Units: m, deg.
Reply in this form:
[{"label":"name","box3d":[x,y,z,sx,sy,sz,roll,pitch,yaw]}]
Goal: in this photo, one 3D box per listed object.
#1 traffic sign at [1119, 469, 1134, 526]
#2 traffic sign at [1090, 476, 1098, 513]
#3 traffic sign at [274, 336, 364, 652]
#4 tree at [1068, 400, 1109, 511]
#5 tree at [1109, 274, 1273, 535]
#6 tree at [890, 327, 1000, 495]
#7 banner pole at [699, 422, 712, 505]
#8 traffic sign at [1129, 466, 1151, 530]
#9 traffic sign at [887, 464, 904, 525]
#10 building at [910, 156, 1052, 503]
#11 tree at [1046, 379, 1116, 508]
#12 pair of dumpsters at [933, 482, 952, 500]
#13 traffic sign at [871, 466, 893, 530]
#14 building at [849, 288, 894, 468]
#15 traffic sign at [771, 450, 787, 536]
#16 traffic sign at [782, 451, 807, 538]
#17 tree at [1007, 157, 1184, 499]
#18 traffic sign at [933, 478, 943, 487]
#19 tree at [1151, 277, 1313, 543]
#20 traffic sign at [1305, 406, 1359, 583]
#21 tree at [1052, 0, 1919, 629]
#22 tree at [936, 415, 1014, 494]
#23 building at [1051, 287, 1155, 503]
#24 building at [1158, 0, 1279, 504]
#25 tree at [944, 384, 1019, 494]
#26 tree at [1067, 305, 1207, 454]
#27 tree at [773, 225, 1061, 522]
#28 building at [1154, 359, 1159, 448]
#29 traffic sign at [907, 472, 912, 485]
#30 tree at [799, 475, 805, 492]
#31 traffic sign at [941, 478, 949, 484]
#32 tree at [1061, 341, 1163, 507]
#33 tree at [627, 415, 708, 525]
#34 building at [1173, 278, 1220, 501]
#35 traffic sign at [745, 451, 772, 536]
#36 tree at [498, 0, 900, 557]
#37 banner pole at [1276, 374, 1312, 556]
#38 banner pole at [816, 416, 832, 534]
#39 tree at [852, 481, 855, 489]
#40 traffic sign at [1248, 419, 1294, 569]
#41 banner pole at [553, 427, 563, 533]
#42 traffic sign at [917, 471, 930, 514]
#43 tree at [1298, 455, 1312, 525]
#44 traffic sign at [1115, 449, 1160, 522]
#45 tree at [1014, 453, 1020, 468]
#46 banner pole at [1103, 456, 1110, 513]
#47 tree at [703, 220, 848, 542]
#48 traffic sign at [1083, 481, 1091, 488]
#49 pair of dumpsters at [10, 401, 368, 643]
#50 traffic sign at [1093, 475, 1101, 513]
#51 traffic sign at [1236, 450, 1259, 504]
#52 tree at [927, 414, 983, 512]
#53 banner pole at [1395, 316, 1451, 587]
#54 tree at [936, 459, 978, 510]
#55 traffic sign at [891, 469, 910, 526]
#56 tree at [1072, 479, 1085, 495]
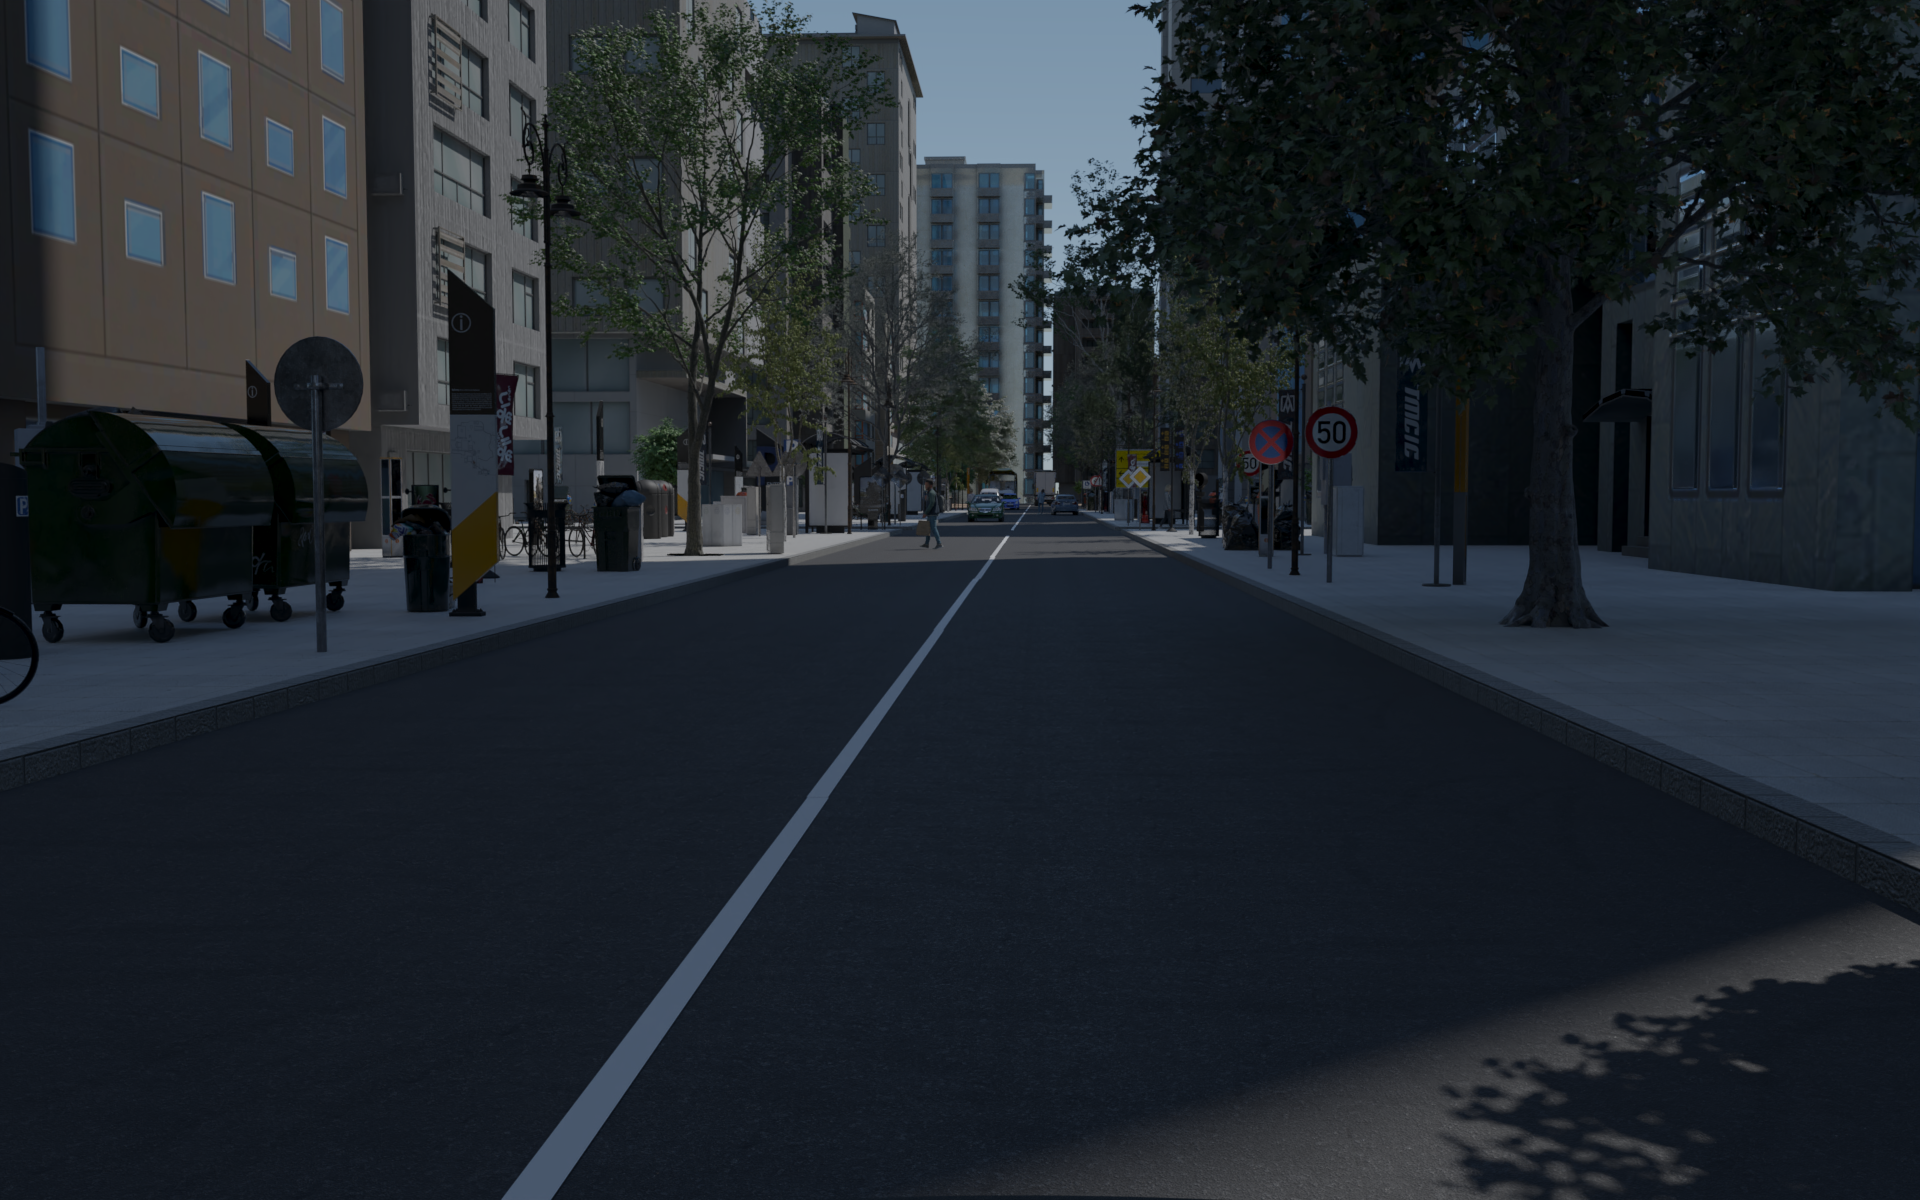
[{"label":"traffic sign","box3d":[6.766,-4.034,69.597,0.795,2.450,0.064,0,4,3]},{"label":"traffic sign","box3d":[9.321,-7.272,119.007,0.768,2.556,0.104,0,4,4]},{"label":"traffic sign","box3d":[-5.188,-0.850,14.004,0.768,2.556,0.104,0,4,8]},{"label":"tree","box3d":[10.168,-10.905,128.657,4.360,8.622,3.978,0,3,0]},{"label":"tree","box3d":[7.552,-6.380,54.668,4.360,8.622,3.978,0,3,0]},{"label":"tree","box3d":[-1.208,-12.105,116.046,7.486,12.596,7.792,0,3,0]},{"label":"banner pole","box3d":[-8.905,-4.313,60.533,0.863,3.779,0.401,2,4,33]},{"label":"traffic sign","box3d":[6.404,-3.546,61.620,0.795,2.450,0.064,0,4,3]},{"label":"traffic sign","box3d":[-2.729,-4.441,72.721,0.768,2.556,0.104,0,4,4]},{"label":"building","box3d":[-2.106,-38.449,248.250,30.456,49.044,23.786,0,4,3]},{"label":"tree","box3d":[11.337,-14.077,155.918,9.928,11.665,9.643,0,3,0]},{"label":"pair of dumpsters","box3d":[-1.493,-8.059,134.262,1.574,2.255,4.437,0,4,3]},{"label":"traffic sign","box3d":[-2.780,-3.573,62.055,0.795,2.450,0.064,0,4,3]},{"label":"building","box3d":[-21.116,-19.306,160.686,27.650,21.520,28.899,0,4,3]},{"label":"traffic sign","box3d":[-5.189,-3.150,51.506,0.884,2.594,0.081,1,4,12]},{"label":"traffic sign","box3d":[-4.859,-3.093,50.679,0.768,2.556,0.104,0,4,4]},{"label":"tree","box3d":[8.049,-14.963,100.542,12.611,20.169,13.585,0,3,0]},{"label":"traffic sign","box3d":[-1.687,-7.857,128.466,0.884,2.594,0.081,1,4,11]},{"label":"tree","box3d":[7.169,-5.792,45.056,4.737,8.622,4.395,0,3,0]},{"label":"traffic sign","box3d":[5.353,-1.524,25.029,0.768,2.556,0.104,0,4,4]},{"label":"tree","box3d":[5.685,-6.092,16.608,9.611,12.733,9.660,0,3,0]},{"label":"tree","box3d":[0.728,-14.906,178.118,7.601,10.594,8.767,1,4,12]},{"label":"building","box3d":[19.932,-28.823,242.949,14.107,30.474,14.160,0,4,3]},{"label":"building","box3d":[30.387,-38.535,172.052,21.231,58.520,28.212,0,4,3]},{"label":"tree","box3d":[2.295,-17.512,192.974,9.857,13.997,8.962,0,3,0]},{"label":"tree","box3d":[8.755,-9.278,86.100,7.601,10.594,8.767,-2,4,-25]},{"label":"tree","box3d":[-3.277,-10.280,78.448,12.009,13.543,11.850,0,3,0]},{"label":"building","box3d":[41.674,-24.646,248.000,28.899,21.520,27.650,0,4,3]},{"label":"traffic sign","box3d":[-3.037,-5.881,96.262,0.768,2.556,0.104,0,4,4]},{"label":"tree","box3d":[-7.844,-5.979,92.354,1.663,3.219,1.824,0,3,0]},{"label":"traffic sign","box3d":[-1.244,-8.364,136.865,0.768,2.556,0.104,1,4,9]},{"label":"tree","box3d":[11.229,-13.819,136.303,12.009,13.543,11.850,0,3,0]},{"label":"tree","box3d":[-12.287,-5.420,72.326,4.285,4.588,4.351,0,3,0]},{"label":"building","box3d":[25.595,-23.223,151.399,14.160,30.474,14.107,0,4,3]},{"label":"traffic sign","box3d":[-6.067,-3.204,52.386,0.884,2.594,0.081,0,4,7]},{"label":"tree","box3d":[-5.357,-6.725,35.702,9.928,11.665,9.643,0,3,0]},{"label":"banner pole","box3d":[7.009,-2.835,36.372,0.401,3.779,0.863,-3,5,-45]},{"label":"banner pole","box3d":[-4.440,-4.026,55.839,0.401,3.779,0.863,-2,4,-32]},{"label":"tree","box3d":[-7.170,-6.841,106.455,1.663,3.219,1.824,0,3,0]},{"label":"traffic sign","box3d":[5.326,-1.810,29.699,0.768,2.556,0.104,1,4,9]},{"label":"banner pole","box3d":[-13.287,-4.095,56.970,0.401,3.779,0.863,-3,5,-45]},{"label":"traffic sign","box3d":[-2.044,-5.922,96.934,0.768,2.556,0.104,0,4,7]},{"label":"tree","box3d":[14.983,-4.727,71.883,1.663,3.219,1.824,0,3,0]},{"label":"traffic sign","box3d":[8.203,-5.196,78.834,2.265,3.308,0.079,0,4,4]},{"label":"tree","box3d":[3.387,-17.325,217.667,8.767,10.594,7.601,0,4,2]},{"label":"banner pole","box3d":[9.691,-7.613,114.494,0.863,3.779,0.401,-2,4,-35]},{"label":"tree","box3d":[-4.800,-5.865,46.249,4.737,8.622,4.395,0,3,0]},{"label":"traffic sign","box3d":[9.633,-7.906,131.393,0.606,2.300,0.079,0,4,7]},{"label":"pair of dumpsters","box3d":[-7.330,-0.879,16.872,1.574,2.255,4.437,0,4,2]},{"label":"traffic sign","box3d":[9.303,-7.061,115.456,0.884,2.594,0.081,1,4,12]},{"label":"traffic sign","box3d":[8.351,-3.055,50.052,0.768,2.556,0.104,0,4,8]},{"label":"tree","box3d":[-0.632,-10.651,124.512,4.737,8.622,4.395,0,3,0]},{"label":"banner pole","box3d":[6.444,-2.087,24.134,0.863,3.779,0.401,2,4,35]},{"label":"tree","box3d":[-0.084,-10.232,151.009,4.285,4.588,4.351,0,3,0]},{"label":"traffic sign","box3d":[-2.418,-4.061,70.032,0.795,2.450,0.064,0,4,3]},{"label":"tree","box3d":[15.344,-13.875,221.450,1.663,3.219,1.824,0,3,0]}]
